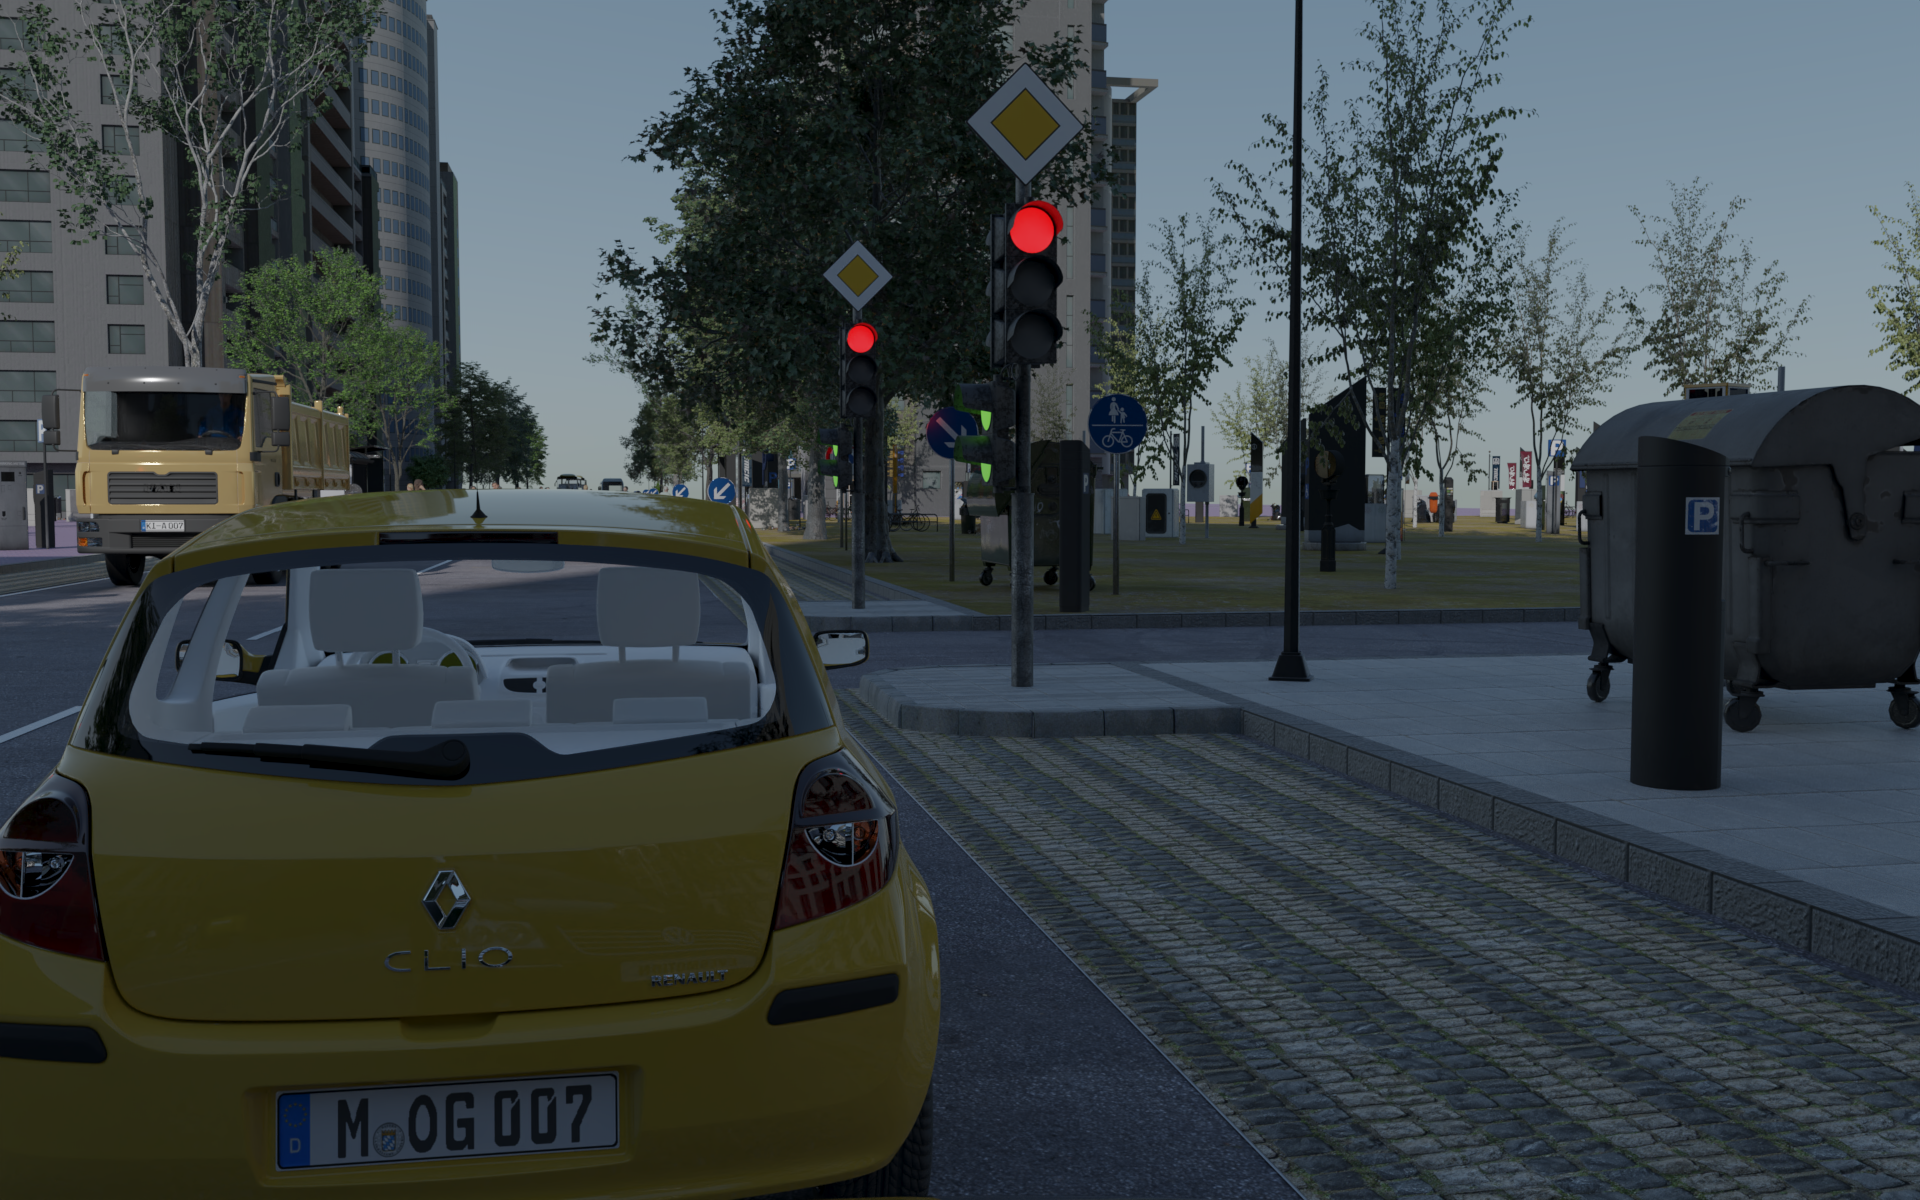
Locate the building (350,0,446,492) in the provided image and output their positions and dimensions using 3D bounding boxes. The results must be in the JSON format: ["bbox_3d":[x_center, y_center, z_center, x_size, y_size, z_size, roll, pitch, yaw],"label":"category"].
[{"bbox_3d":[-69.253,-39.648,190.247,21.231,58.520,28.212,-1,4,-11],"label":"building"}]

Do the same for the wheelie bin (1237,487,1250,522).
[{"bbox_3d":[13.460,-4.474,81.055,0.980,1.594,0.693,1,4,11],"label":"wheelie bin"}]

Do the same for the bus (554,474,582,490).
[{"bbox_3d":[-47.854,-13.489,212.097,2.896,3.916,12.252,-1,4,-10],"label":"bus"}]

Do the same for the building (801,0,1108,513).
[{"bbox_3d":[-1.088,-35.678,125.328,21.231,58.520,28.212,-1,4,-11],"label":"building"}]

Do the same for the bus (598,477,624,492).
[{"bbox_3d":[-41.779,-13.008,207.540,2.948,3.499,13.247,-1,4,-13],"label":"bus"}]

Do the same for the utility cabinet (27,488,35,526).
[{"bbox_3d":[-36.216,-3.642,68.224,1.173,1.500,0.318,2,4,28],"label":"utility cabinet"}]

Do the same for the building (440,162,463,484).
[{"bbox_3d":[-73.110,-35.256,226.551,14.600,45.320,14.200,-1,4,-11],"label":"building"}]

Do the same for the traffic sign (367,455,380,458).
[{"bbox_3d":[-31.278,-5.875,89.936,2.265,3.308,0.079,0,4,-8],"label":"traffic sign"}]

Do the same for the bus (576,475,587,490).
[{"bbox_3d":[-50.754,-14.534,229.169,2.896,3.916,12.252,-1,4,-11],"label":"bus"}]

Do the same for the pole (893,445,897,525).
[{"bbox_3d":[-2.689,-4.752,71.535,0.158,3.312,0.155,0,3,0],"label":"pole"}]

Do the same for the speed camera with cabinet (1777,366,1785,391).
[{"bbox_3d":[13.284,-2.022,27.388,2.038,3.252,0.660,-2,4,-24],"label":"speed camera with cabinet"}]

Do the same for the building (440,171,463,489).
[{"bbox_3d":[-69.209,-32.337,212.302,14.154,41.232,14.086,-1,4,-11],"label":"building"}]

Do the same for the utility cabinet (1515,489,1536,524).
[{"bbox_3d":[23.926,-3.952,73.293,1.173,1.500,0.318,-3,5,-42],"label":"utility cabinet"}]

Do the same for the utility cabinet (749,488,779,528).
[{"bbox_3d":[-7.230,-3.398,64.237,1.173,1.500,0.318,-1,4,-16],"label":"utility cabinet"}]

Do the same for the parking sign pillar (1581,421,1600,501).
[{"bbox_3d":[23.916,-4.604,63.750,1.447,3.967,1.447,2,4,35],"label":"parking sign pillar"}]

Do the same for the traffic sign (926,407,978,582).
[{"bbox_3d":[-0.116,-1.544,25.355,0.768,2.556,0.104,0,4,-2],"label":"traffic sign"}]

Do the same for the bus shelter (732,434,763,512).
[{"bbox_3d":[-8.758,-5.956,75.009,2.179,5.291,8.768,-1,4,-11],"label":"bus shelter"}]

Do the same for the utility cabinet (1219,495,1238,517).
[{"bbox_3d":[15.187,-5.299,97.804,1.020,1.237,0.306,1,4,20],"label":"utility cabinet"}]

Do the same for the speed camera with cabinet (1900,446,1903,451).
[{"bbox_3d":[31.103,-3.939,58.745,2.038,3.252,0.660,2,4,31],"label":"speed camera with cabinet"}]

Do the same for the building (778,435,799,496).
[{"bbox_3d":[-17.008,-36.364,214.158,23.786,49.044,30.456,-1,4,-11],"label":"building"}]

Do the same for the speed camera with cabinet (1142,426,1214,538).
[{"bbox_3d":[6.344,-3.432,50.442,2.038,3.252,0.660,2,4,25],"label":"speed camera with cabinet"}]

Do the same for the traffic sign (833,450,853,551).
[{"bbox_3d":[-2.582,-2.271,39.258,0.606,2.300,0.079,0,4,-7],"label":"traffic sign"}]

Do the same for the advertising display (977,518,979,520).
[{"bbox_3d":[1.162,-4.865,84.760,0.123,1.923,0.974,-3,5,-40],"label":"advertising display"}]

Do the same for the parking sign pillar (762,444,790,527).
[{"bbox_3d":[-7.337,-4.811,67.129,1.447,3.967,1.447,-1,4,-14],"label":"parking sign pillar"}]

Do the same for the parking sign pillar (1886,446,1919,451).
[{"bbox_3d":[42.351,-5.488,78.202,1.447,3.967,1.447,-1,4,-8],"label":"parking sign pillar"}]

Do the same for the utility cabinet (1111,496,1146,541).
[{"bbox_3d":[4.683,-2.262,48.140,1.020,1.237,0.306,3,5,44],"label":"utility cabinet"}]

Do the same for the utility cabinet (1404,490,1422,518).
[{"bbox_3d":[24.133,-5.139,92.700,0.318,1.500,1.173,-3,5,-43],"label":"utility cabinet"}]

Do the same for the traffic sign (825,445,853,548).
[{"bbox_3d":[-2.835,-2.531,41.485,0.768,2.556,0.104,0,4,-5],"label":"traffic sign"}]

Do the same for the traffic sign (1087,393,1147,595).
[{"bbox_3d":[1.989,-1.340,22.009,0.768,2.556,0.104,0,4,-4],"label":"traffic sign"}]

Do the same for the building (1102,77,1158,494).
[{"bbox_3d":[-1.402,-28.187,152.746,32.217,40.220,23.993,-1,4,-11],"label":"building"}]

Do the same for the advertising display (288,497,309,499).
[{"bbox_3d":[-32.594,-4.903,85.374,0.974,1.923,0.123,-1,4,-11],"label":"advertising display"}]

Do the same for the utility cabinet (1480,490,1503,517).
[{"bbox_3d":[29.558,-5.363,96.364,1.173,1.500,0.318,1,4,16],"label":"utility cabinet"}]

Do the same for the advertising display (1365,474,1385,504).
[{"bbox_3d":[13.395,-3.105,55.977,0.974,1.923,0.123,-3,5,-44],"label":"advertising display"}]

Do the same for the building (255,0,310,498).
[{"bbox_3d":[-49.656,-25.995,108.605,14.154,41.232,14.086,-1,4,-11],"label":"building"}]

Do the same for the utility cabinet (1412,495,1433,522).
[{"bbox_3d":[21.596,-4.251,80.673,1.020,1.237,0.306,-1,4,-16],"label":"utility cabinet"}]

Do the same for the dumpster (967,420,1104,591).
[{"bbox_3d":[1.007,-1.280,23.422,1.502,2.255,1.985,-1,4,-11],"label":"dumpster"}]

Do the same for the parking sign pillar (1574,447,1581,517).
[{"bbox_3d":[35.719,-6.731,98.522,1.447,3.967,1.447,0,4,-3],"label":"parking sign pillar"}]

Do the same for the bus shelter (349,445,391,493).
[{"bbox_3d":[-29.598,-5.805,86.196,1.731,3.624,6.357,-1,4,-11],"label":"bus shelter"}]

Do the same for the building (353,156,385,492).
[{"bbox_3d":[-56.468,-22.800,144.483,14.160,30.474,14.107,-1,4,-11],"label":"building"}]

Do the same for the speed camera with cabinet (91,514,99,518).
[{"bbox_3d":[-33.184,-4.518,68.203,2.038,3.252,0.660,1,4,8],"label":"speed camera with cabinet"}]

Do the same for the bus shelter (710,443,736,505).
[{"bbox_3d":[-10.913,-5.601,82.864,1.731,3.624,6.357,-1,4,-11],"label":"bus shelter"}]

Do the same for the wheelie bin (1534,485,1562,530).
[{"bbox_3d":[20.785,-3.269,61.362,0.980,1.594,0.693,0,4,-5],"label":"wheelie bin"}]

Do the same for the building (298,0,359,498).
[{"bbox_3d":[-56.497,-30.672,125.185,21.300,48.544,21.600,-1,4,-11],"label":"building"}]

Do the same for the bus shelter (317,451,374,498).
[{"bbox_3d":[-28.464,-5.264,79.998,2.014,3.302,5.546,-1,4,-11],"label":"bus shelter"}]

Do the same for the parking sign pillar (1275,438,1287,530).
[{"bbox_3d":[12.061,-4.501,62.056,1.447,3.967,1.447,-2,4,-24],"label":"parking sign pillar"}]

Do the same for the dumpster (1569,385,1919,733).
[{"bbox_3d":[4.575,-0.262,10.049,1.264,1.857,1.865,-1,4,-11],"label":"dumpster"}]

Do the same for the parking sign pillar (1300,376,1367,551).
[{"bbox_3d":[8.575,-3.125,39.573,1.447,3.967,1.447,0,4,-2],"label":"parking sign pillar"}]

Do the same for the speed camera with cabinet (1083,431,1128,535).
[{"bbox_3d":[4.335,-3.686,54.609,2.038,3.252,0.660,-2,4,-34],"label":"speed camera with cabinet"}]

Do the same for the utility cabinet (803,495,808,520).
[{"bbox_3d":[-7.456,-4.677,87.627,1.020,1.237,0.306,-3,5,-44],"label":"utility cabinet"}]

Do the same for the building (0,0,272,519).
[{"bbox_3d":[-46.275,-19.767,94.892,14.160,30.474,14.107,-1,4,-11],"label":"building"}]

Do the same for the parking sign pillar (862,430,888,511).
[{"bbox_3d":[-3.639,-5.034,70.773,1.447,3.967,1.447,-1,4,-14],"label":"parking sign pillar"}]

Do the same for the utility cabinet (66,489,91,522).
[{"bbox_3d":[-40.486,-4.341,79.661,0.318,1.500,1.173,2,4,26],"label":"utility cabinet"}]

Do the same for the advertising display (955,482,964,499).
[{"bbox_3d":[-0.123,-5.142,89.278,0.123,1.923,0.974,-3,4,-36],"label":"advertising display"}]

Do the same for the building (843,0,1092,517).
[{"bbox_3d":[-0.574,-25.701,103.799,14.154,41.232,14.086,-1,4,-11],"label":"building"}]

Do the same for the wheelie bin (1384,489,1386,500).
[{"bbox_3d":[23.331,-5.250,93.746,0.980,1.594,0.693,-1,4,-14],"label":"wheelie bin"}]
